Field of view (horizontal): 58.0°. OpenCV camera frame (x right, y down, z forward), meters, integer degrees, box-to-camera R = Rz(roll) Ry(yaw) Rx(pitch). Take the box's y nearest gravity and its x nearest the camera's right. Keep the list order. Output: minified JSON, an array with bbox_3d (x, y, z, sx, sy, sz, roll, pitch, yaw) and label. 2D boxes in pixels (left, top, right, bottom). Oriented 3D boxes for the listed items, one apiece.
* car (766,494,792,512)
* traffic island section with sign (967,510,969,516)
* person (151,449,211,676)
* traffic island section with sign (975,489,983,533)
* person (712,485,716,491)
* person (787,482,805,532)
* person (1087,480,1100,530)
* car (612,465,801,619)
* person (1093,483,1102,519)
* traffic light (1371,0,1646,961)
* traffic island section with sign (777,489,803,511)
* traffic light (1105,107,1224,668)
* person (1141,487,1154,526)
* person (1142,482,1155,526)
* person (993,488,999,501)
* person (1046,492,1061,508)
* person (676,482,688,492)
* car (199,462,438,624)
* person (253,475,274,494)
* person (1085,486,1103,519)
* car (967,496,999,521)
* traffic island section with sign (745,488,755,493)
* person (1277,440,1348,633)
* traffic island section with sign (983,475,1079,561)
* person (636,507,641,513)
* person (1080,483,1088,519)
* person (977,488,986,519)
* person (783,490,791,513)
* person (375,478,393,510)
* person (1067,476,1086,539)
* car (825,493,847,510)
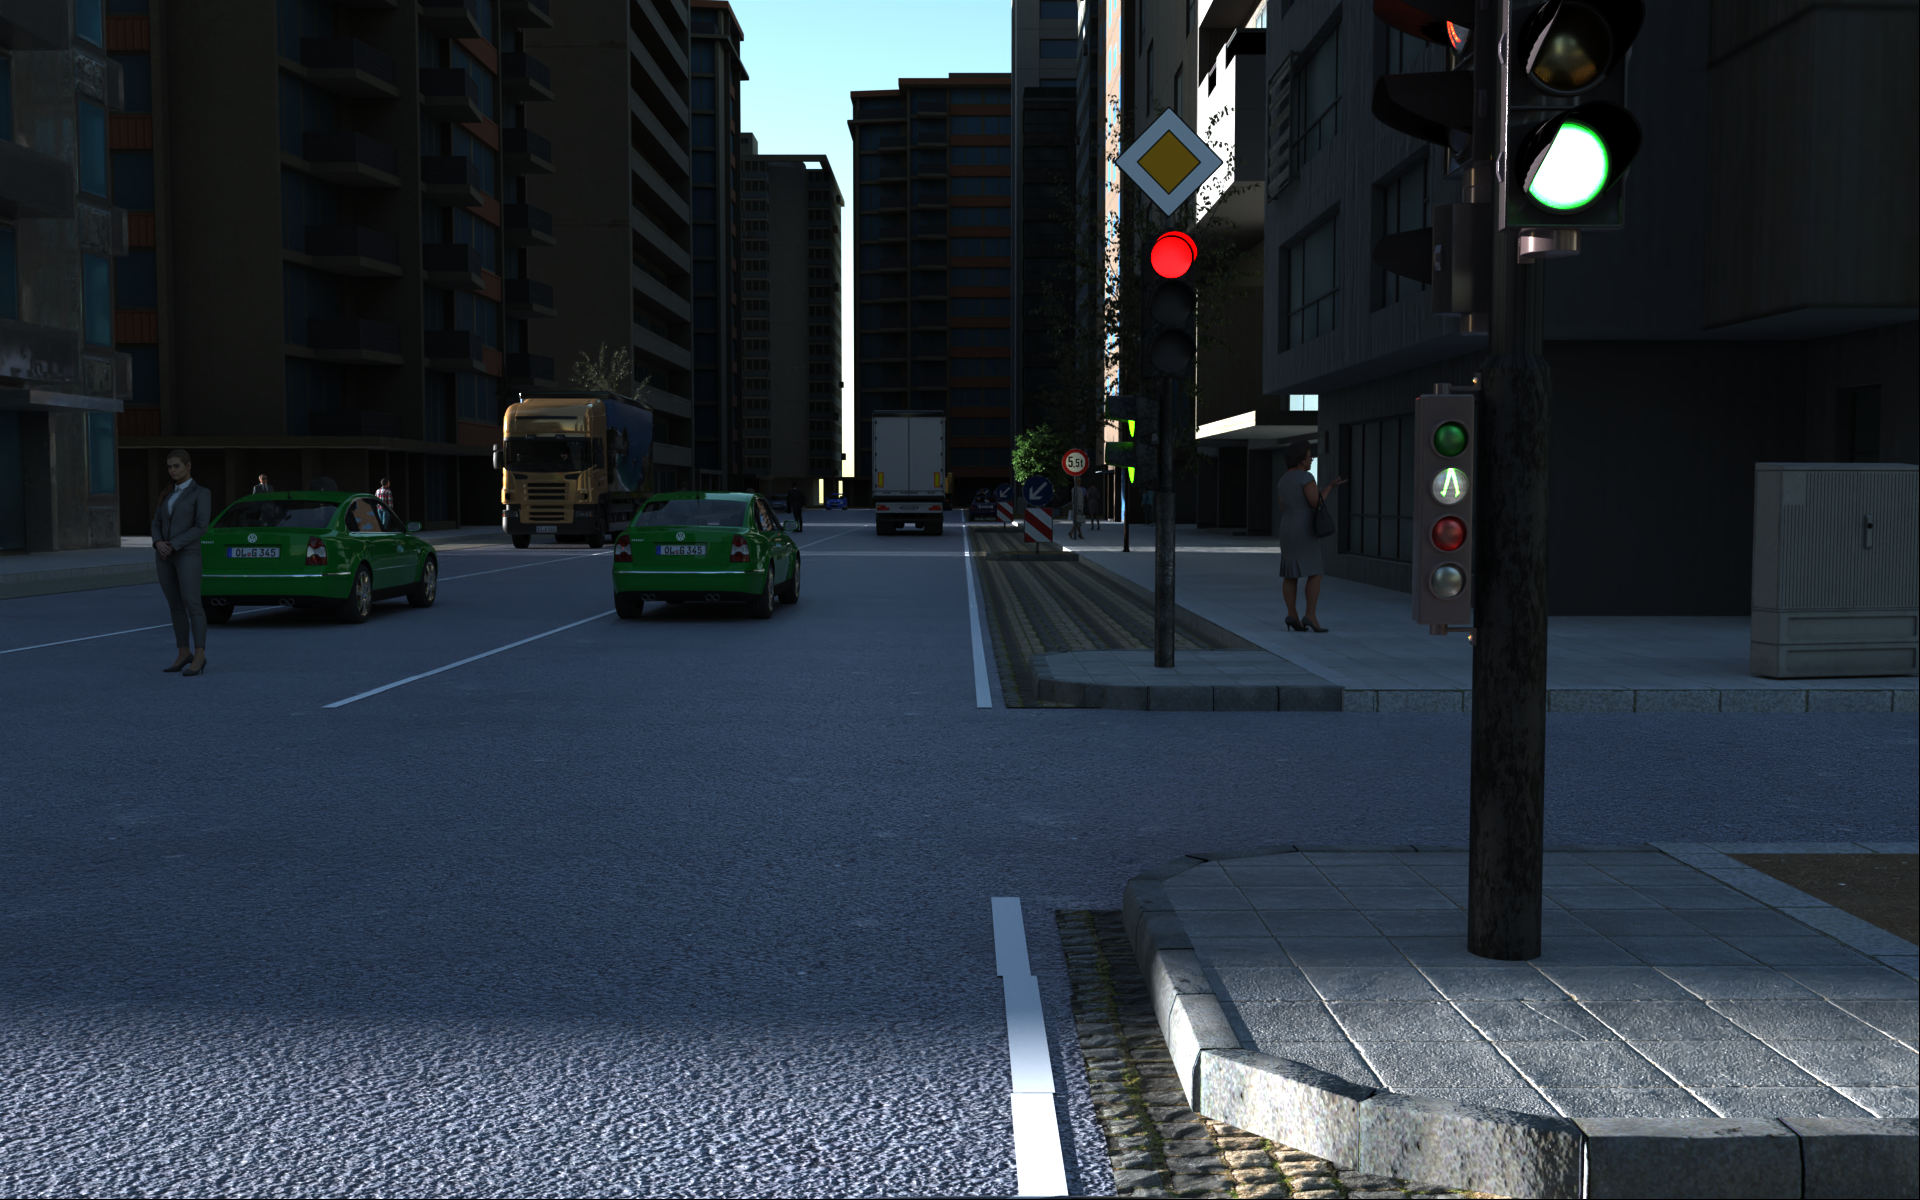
[{"bbox_3d":[-14.193,-7.579,135.914,2.014,1.417,4.499,0,4,0],"label":"car"},{"bbox_3d":[1.556,-6.483,114.617,1.989,1.847,2.006,0,3,0],"label":"traffic island section with sign"},{"bbox_3d":[-6.267,-0.310,13.845,0.520,1.790,0.573,0,4,1],"label":"person"},{"bbox_3d":[1.549,-3.427,64.663,1.989,1.847,2.006,0,3,0],"label":"traffic island section with sign"},{"bbox_3d":[-16.595,-6.781,116.545,0.705,1.869,1.348,-2,4,-25],"label":"person"},{"bbox_3d":[-6.164,-3.494,64.982,0.648,1.900,0.474,-3,5,-40],"label":"person"},{"bbox_3d":[4.746,-3.390,61.817,0.599,1.781,0.374,-1,4,-23],"label":"person"},{"bbox_3d":[-3.024,-0.764,21.281,1.959,1.807,4.718,0,4,1],"label":"car"},{"bbox_3d":[7.115,-5.116,89.553,0.599,1.838,0.709,0,4,3],"label":"person"},{"bbox_3d":[-0.593,-1.832,4.622,4.771,5.953,1.251,0,3,0],"label":"traffic light"},{"bbox_3d":[-13.957,-8.184,142.442,1.989,1.847,2.006,0,3,0],"label":"traffic island section with sign"},{"bbox_3d":[1.500,-1.457,12.748,0.839,4.253,0.868,0,3,0],"label":"traffic light"},{"bbox_3d":[7.491,-3.836,68.775,0.620,1.820,0.660,2,4,32],"label":"person"},{"bbox_3d":[7.587,-3.889,69.810,0.511,1.800,0.466,1,4,20],"label":"person"},{"bbox_3d":[3.249,-8.937,152.036,0.709,1.838,0.599,0,4,2],"label":"person"},{"bbox_3d":[4.645,-5.054,89.467,1.217,1.735,0.721,-1,4,-17],"label":"person"},{"bbox_3d":[-8.370,-2.700,52.753,0.694,1.812,0.767,-1,4,-11],"label":"person"},{"bbox_3d":[-7.521,-0.714,20.469,1.959,1.807,4.718,0,4,-2],"label":"car"},{"bbox_3d":[-18.650,-2.466,46.543,0.661,1.801,0.590,-3,4,-38],"label":"person"},{"bbox_3d":[6.939,-5.114,90.376,1.217,1.735,0.721,0,4,-1],"label":"person"},{"bbox_3d":[1.336,-4.847,91.835,1.945,1.354,3.894,0,4,0],"label":"car"},{"bbox_3d":[-13.966,-6.528,115.354,1.989,1.847,2.006,0,3,0],"label":"traffic island section with sign"},{"bbox_3d":[3.291,-0.594,16.114,0.532,1.782,0.716,-2,4,-25],"label":"person"},{"bbox_3d":[1.558,-1.779,37.708,1.989,1.847,2.006,0,3,0],"label":"traffic island section with sign"},{"bbox_3d":[-6.906,-1.493,38.403,0.738,1.151,1.012,1,4,23],"label":"person"},{"bbox_3d":[6.222,-5.097,89.242,0.709,1.838,0.599,-1,4,-18],"label":"person"},{"bbox_3d":[1.304,-5.571,100.102,1.217,1.766,0.721,1,4,23],"label":"person"},{"bbox_3d":[-12.727,-7.276,128.172,0.721,1.735,1.217,2,4,26],"label":"person"},{"bbox_3d":[-16.127,-2.543,48.459,0.563,1.720,0.643,2,4,27],"label":"person"},{"bbox_3d":[3.300,-2.625,49.306,0.624,1.780,0.694,-1,4,-16],"label":"person"},{"bbox_3d":[-11.148,-8.987,156.530,1.945,1.707,3.694,0,4,2],"label":"car"}]
